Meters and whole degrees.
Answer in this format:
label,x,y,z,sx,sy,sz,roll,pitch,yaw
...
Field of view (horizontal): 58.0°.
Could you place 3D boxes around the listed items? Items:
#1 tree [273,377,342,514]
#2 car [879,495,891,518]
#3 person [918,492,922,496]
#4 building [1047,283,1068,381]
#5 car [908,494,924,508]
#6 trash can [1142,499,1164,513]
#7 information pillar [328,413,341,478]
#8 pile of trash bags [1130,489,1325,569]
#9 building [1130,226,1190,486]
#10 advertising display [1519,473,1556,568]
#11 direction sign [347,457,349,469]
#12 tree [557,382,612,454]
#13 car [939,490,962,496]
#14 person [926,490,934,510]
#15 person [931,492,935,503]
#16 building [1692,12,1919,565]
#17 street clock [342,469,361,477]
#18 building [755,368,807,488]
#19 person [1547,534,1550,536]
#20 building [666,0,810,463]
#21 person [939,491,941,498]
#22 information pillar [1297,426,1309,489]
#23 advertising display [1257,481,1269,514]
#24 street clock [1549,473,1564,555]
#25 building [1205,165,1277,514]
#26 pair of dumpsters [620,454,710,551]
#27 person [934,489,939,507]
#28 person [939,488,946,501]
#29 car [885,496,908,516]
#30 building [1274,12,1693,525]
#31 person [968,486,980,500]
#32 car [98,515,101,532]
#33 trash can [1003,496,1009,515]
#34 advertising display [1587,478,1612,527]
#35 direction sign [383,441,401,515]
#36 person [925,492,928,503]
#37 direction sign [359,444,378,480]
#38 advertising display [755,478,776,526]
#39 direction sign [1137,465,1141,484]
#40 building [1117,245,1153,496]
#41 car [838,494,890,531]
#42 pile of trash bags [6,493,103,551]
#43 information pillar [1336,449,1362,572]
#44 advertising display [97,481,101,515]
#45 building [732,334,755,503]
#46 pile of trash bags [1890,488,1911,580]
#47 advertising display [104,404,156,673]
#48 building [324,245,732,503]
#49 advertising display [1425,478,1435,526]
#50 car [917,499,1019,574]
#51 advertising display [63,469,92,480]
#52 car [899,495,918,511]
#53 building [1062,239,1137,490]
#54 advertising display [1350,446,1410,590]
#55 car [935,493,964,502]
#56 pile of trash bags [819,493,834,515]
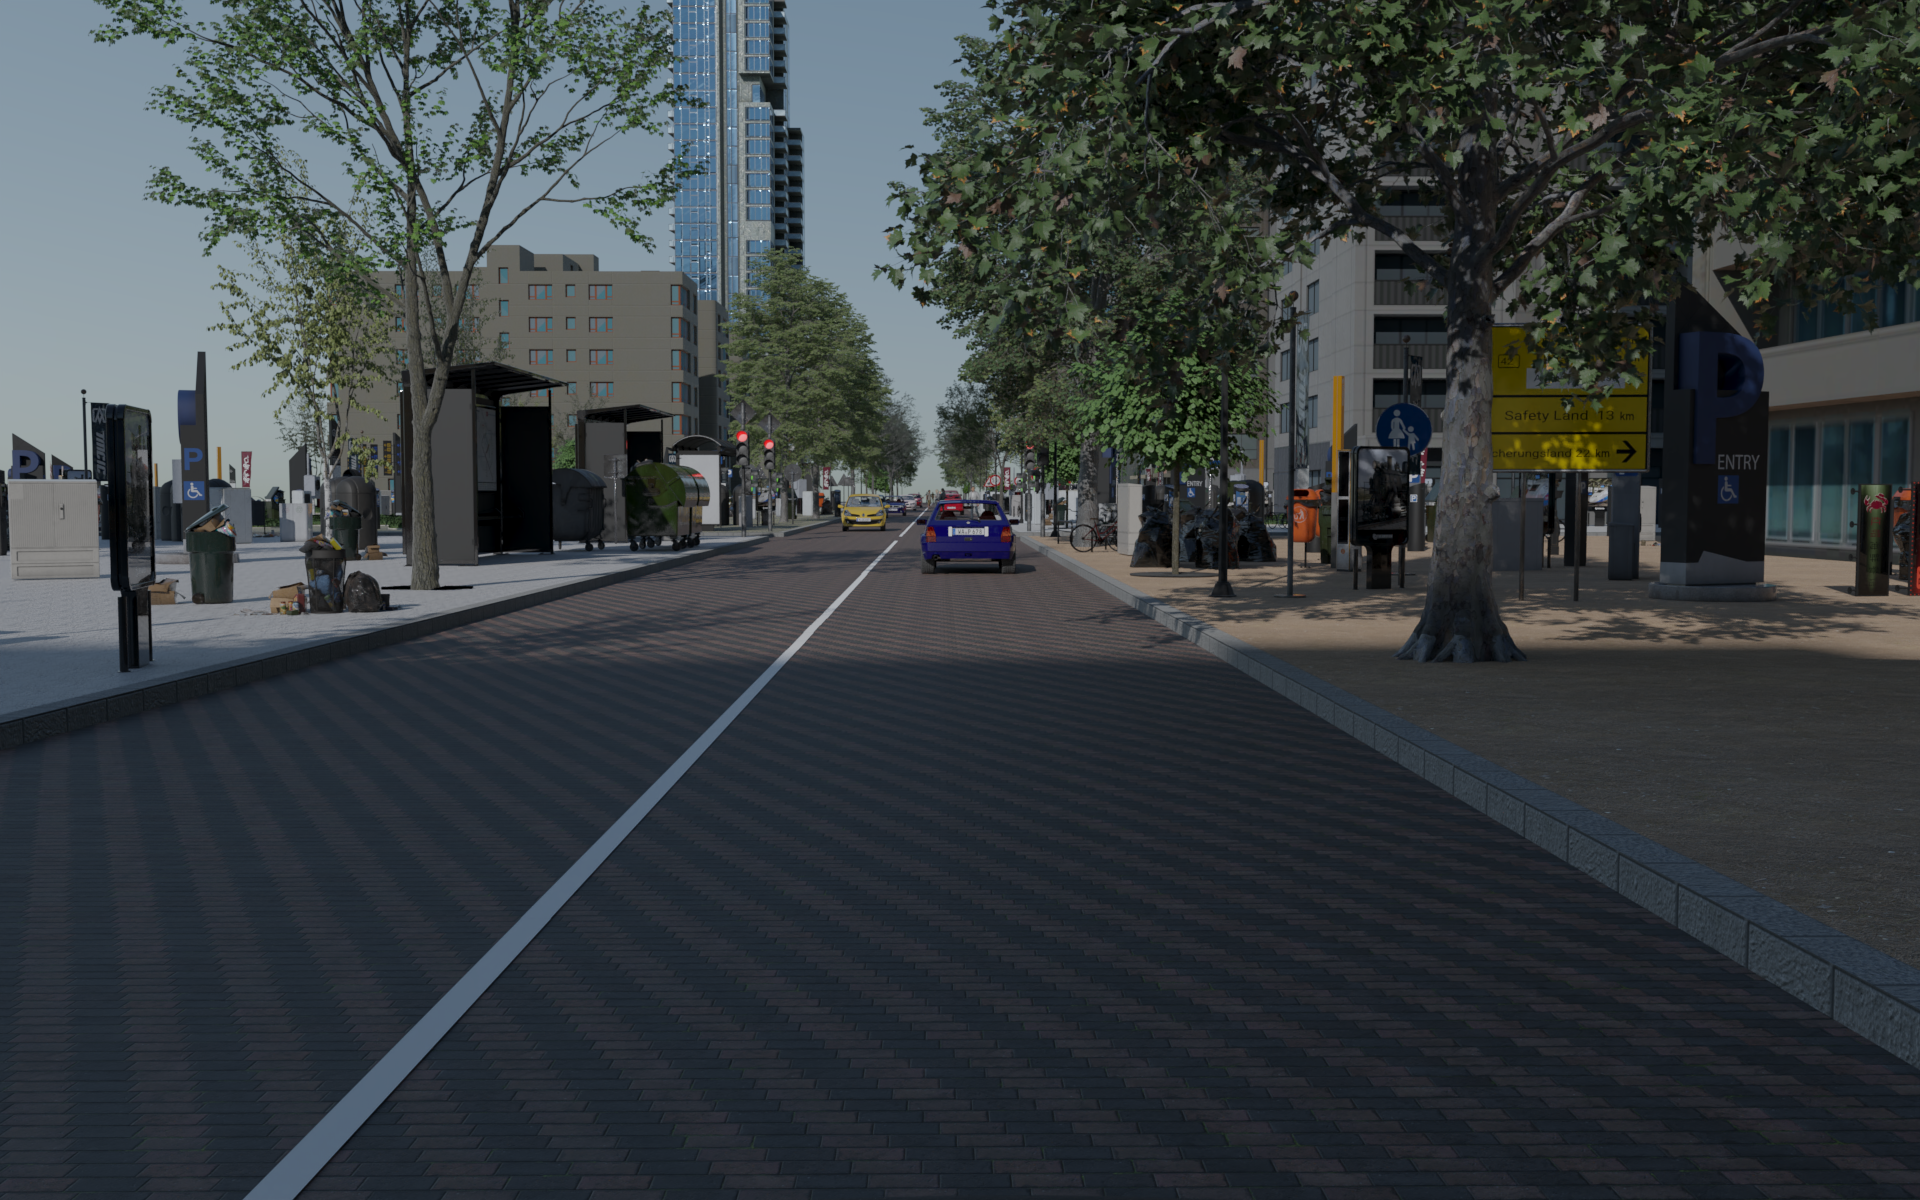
label,x,y,z,sx,sy,sz,roll,pitch,yaw
tree,-39.743,-9.526,106.106,4.360,8.622,3.978,0,3,0
car,-5.154,-5.598,103.531,2.014,1.417,4.499,0,4,-2
person,-6.368,-15.762,266.943,1.217,1.736,0.721,0,4,-7
building,24.630,-40.304,282.667,21.300,48.544,21.600,0,4,-1
car,-4.858,-10.604,182.413,2.155,1.783,4.494,0,4,0
trash can,5.288,-2.201,47.641,0.748,1.137,0.748,0,3,0
information pillar,-18.162,-3.608,50.345,0.183,3.616,0.504,1,4,10
pile of trash bags,4.624,-1.263,30.404,3.447,1.369,1.912,2,4,25
building,27.148,-30.328,150.489,22.147,44.769,28.867,0,4,-1
advertising display,10.092,-1.536,30.328,0.123,1.923,0.974,-1,4,-14
direction sign,-37.105,-6.976,106.058,0.876,3.537,0.379,1,4,15
tree,-24.368,-9.874,111.806,4.360,8.622,3.978,0,3,0
car,-0.932,-9.804,168.974,2.281,1.827,5.304,0,4,0
person,-2.819,-9.290,160.390,0.705,1.824,1.348,2,4,30
person,-4.551,-17.206,289.919,1.348,1.812,0.705,0,4,-2
building,26.596,-24.603,25.959,21.300,48.544,21.600,0,4,-1
street clock,-17.608,-2.789,50.174,0.471,2.002,0.358,1,4,13
building,-36.582,-24.561,246.603,27.650,21.520,28.899,0,4,-1
person,18.653,-2.742,55.140,0.589,1.601,0.330,-2,4,-28
building,-34.833,-58.883,275.414,22.319,86.520,31.000,0,4,-1
person,-2.392,-11.794,201.862,0.617,1.759,0.750,3,4,37
information pillar,9.899,-3.589,50.043,0.504,3.616,0.183,-3,5,-43
advertising display,15.207,-5.067,88.061,0.974,1.923,0.123,0,4,-1
street clock,12.550,-1.955,36.541,0.358,2.002,0.471,1,4,12
building,22.216,-20.888,113.215,14.160,30.474,14.107,0,4,-1
pair of dumpsters,-6.907,-2.336,40.685,1.574,2.255,4.437,0,4,-1
person,-1.795,-7.576,132.544,0.526,1.800,0.537,-2,4,-23
person,-1.166,-5.803,103.651,0.573,1.790,0.520,2,4,23
car,-4.371,-6.181,113.643,1.945,1.354,3.894,0,4,-1
building,27.036,-39.268,80.281,20.611,71.187,20.563,0,4,-1
person,0.744,-4.931,88.960,0.661,1.843,0.795,2,4,25
car,-29.851,-2.657,56.018,3.894,1.354,1.945,0,3,0
trash can,2.912,-5.922,108.478,0.748,1.137,0.748,0,3,0
advertising display,25.307,-3.869,68.472,0.974,1.923,0.123,3,4,36
direction sign,-23.988,-4.983,73.464,0.876,3.537,0.379,-2,4,-31
person,-5.392,-16.809,283.416,1.350,1.814,0.705,-2,4,-31
direction sign,-26.793,-5.293,78.544,0.876,3.537,0.379,-3,5,-45
advertising display,-7.932,-4.004,70.671,0.974,1.923,0.123,-3,5,-45
direction sign,13.828,-8.671,133.763,0.379,3.537,0.876,1,4,21
building,26.976,-53.037,179.823,22.319,86.520,31.000,0,4,-1
car,-3.748,-3.522,67.813,2.015,1.641,3.980,0,4,-2
pile of trash bags,-21.299,-1.841,39.846,3.447,1.369,1.912,1,4,11
information pillar,6.448,-1.478,28.654,0.304,2.012,0.304,-2,4,-33
advertising display,-39.047,-4.441,77.825,0.123,1.923,0.974,2,4,27
building,-36.737,-20.345,177.688,27.650,21.520,28.899,0,4,-1
pile of trash bags,14.972,-0.995,26.019,1.912,1.369,3.447,0,4,1
advertising display,-6.128,-0.466,12.832,0.123,1.923,0.974,-1,4,-14
building,-35.482,-18.582,148.848,27.650,21.520,28.899,0,4,-1
advertising display,18.488,-3.871,68.506,0.123,1.923,0.974,-1,4,-14
car,0.148,-1.212,32.395,1.945,1.354,3.894,0,3,0
advertising display,-23.016,-2.447,45.223,0.123,1.923,0.974,1,4,11
car,-4.725,-8.471,150.866,2.083,1.381,4.827,0,4,-1
building,26.678,-38.928,256.086,23.786,49.044,30.456,0,4,-1
advertising display,5.664,-1.110,23.368,0.974,1.923,0.123,-2,4,-30
car,-0.625,-6.694,118.494,2.155,1.783,4.494,0,4,-1
pile of trash bags,-8.764,-6.004,107.920,1.912,1.369,3.447,0,4,0
